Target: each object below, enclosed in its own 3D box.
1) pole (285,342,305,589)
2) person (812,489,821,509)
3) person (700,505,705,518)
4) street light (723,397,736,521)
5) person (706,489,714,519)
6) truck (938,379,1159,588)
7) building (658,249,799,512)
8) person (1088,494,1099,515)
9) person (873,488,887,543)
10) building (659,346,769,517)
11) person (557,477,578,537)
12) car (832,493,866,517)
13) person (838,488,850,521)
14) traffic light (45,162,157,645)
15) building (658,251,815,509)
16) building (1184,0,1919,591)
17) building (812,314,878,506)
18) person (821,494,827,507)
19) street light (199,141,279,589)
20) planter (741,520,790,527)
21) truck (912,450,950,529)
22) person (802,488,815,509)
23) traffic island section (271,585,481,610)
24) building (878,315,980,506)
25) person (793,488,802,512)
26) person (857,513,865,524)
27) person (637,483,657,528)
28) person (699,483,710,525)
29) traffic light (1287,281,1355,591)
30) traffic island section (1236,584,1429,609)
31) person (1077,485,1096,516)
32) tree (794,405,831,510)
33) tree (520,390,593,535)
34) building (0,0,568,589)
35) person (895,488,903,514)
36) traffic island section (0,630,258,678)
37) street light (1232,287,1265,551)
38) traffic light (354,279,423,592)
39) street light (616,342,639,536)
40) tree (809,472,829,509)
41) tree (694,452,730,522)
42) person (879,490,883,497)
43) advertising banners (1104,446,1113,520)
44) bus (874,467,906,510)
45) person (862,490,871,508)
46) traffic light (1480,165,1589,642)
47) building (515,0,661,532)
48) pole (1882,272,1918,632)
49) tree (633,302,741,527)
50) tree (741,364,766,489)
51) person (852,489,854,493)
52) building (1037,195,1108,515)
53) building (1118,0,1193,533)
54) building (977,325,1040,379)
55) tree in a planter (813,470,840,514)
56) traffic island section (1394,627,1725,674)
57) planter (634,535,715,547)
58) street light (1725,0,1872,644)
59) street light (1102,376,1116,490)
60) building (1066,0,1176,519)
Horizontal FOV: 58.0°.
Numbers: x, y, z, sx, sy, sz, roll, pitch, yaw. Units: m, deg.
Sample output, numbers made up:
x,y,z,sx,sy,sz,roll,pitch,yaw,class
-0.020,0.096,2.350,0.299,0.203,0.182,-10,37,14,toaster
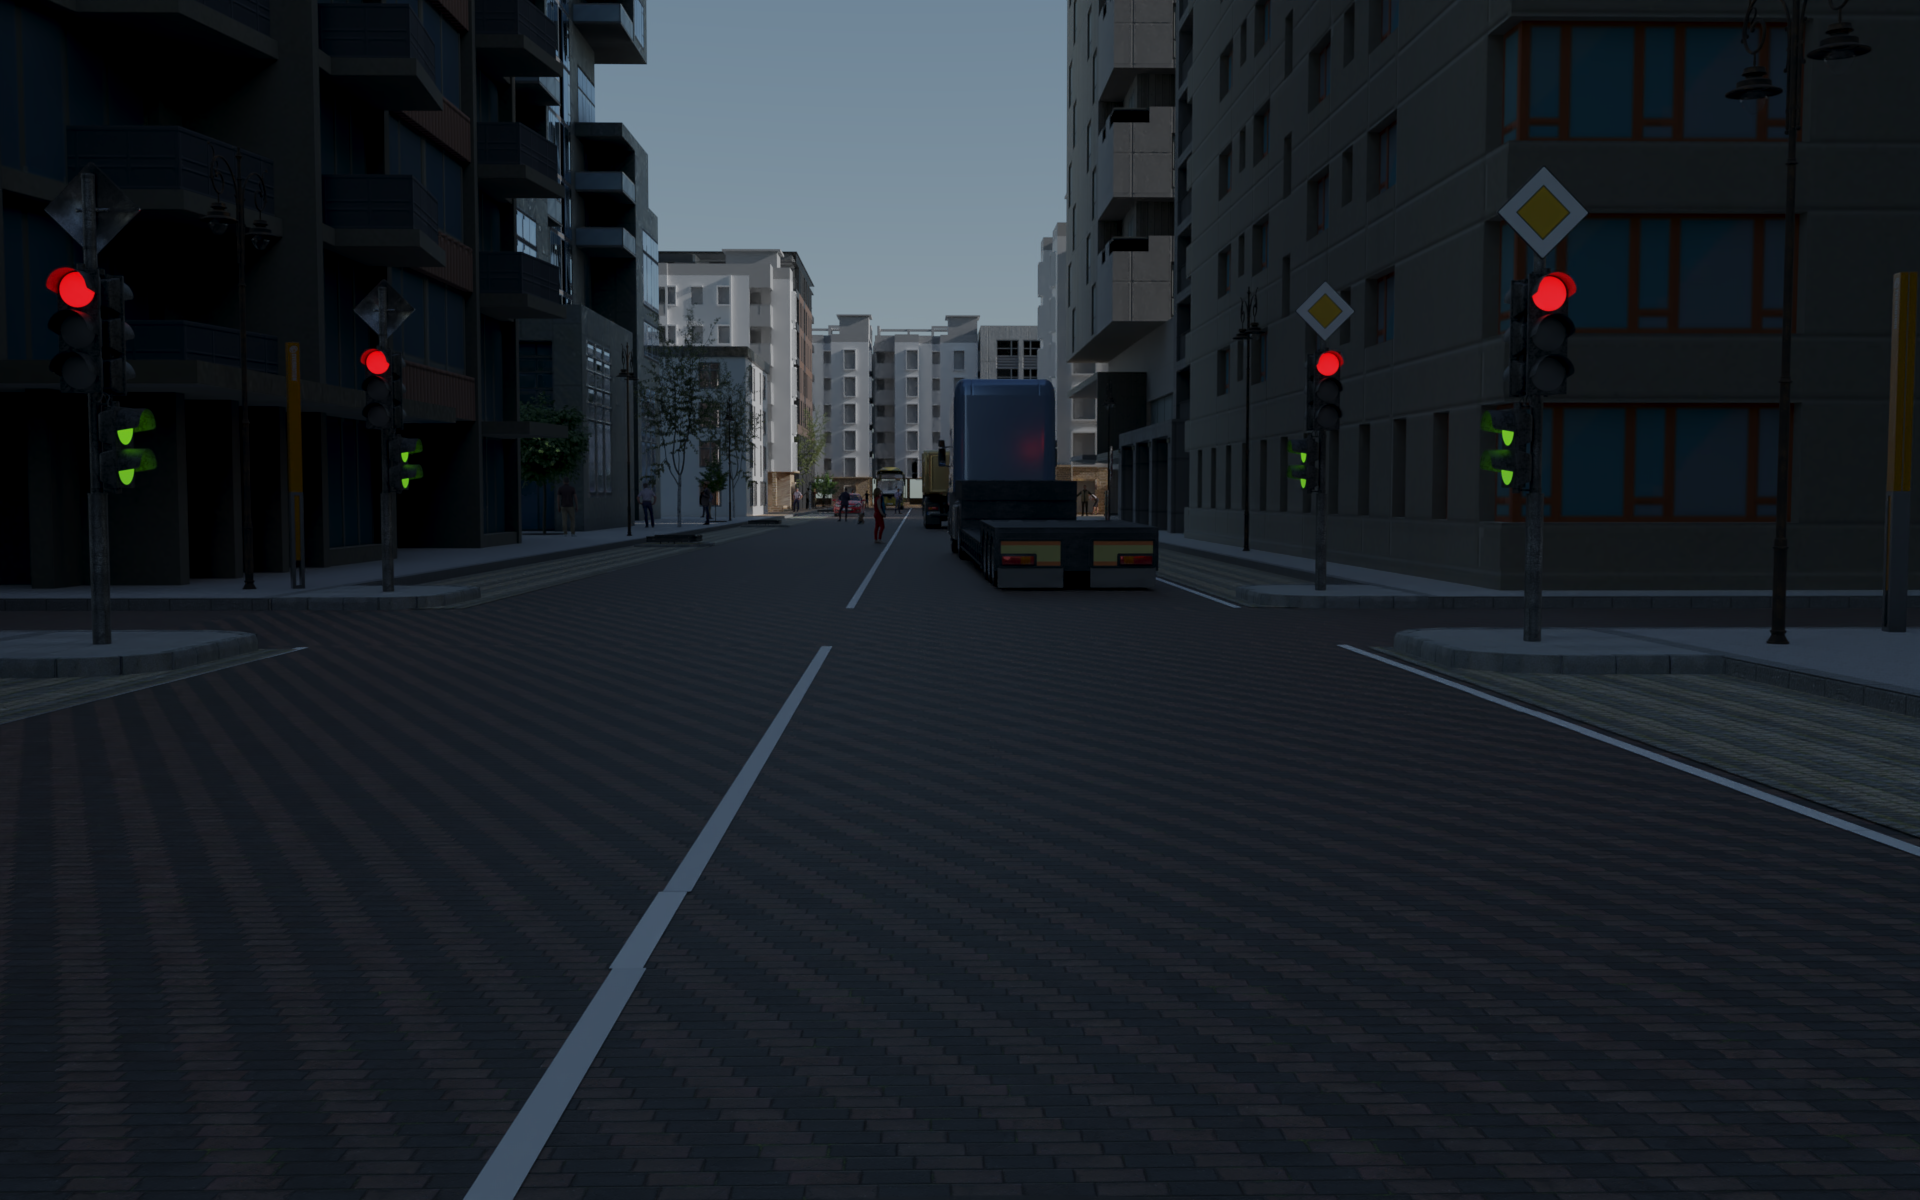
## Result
x,y,z,sx,sy,sz,roll,pitch,yaw,class
-8.990,-1.809,23.419,0.158,3.312,0.155,0,3,0,pole
-12.558,-8.730,149.304,1.217,1.766,0.721,-1,4,-9,person
-13.872,-5.348,94.410,0.541,1.710,0.530,2,4,35,person
-11.016,-6.731,82.839,0.468,5.910,1.993,0,4,-1,street light
-12.872,-4.944,88.937,0.319,1.574,0.516,-2,4,-33,person
1.306,-2.753,34.766,2.967,4.110,18.799,0,4,-3,truck
-20.375,-16.832,131.620,16.016,20.091,11.380,0,4,-1,building
8.068,-5.886,105.474,0.799,1.438,0.628,-3,5,-40,person
-2.331,-2.458,50.393,0.444,1.614,0.593,0,4,5,person
-16.895,-10.407,112.306,9.099,9.664,28.070,0,4,-1,building
-11.808,-2.813,52.166,0.598,1.807,0.434,0,4,2,person
-7.073,-6.239,111.041,2.155,1.783,4.494,0,4,1,car
-6.099,-4.996,90.630,0.683,1.767,0.568,-1,4,-16,person
-7.324,-1.577,14.699,0.839,4.253,0.868,0,4,-1,traffic light
-30.334,-19.303,159.573,32.646,21.610,27.936,0,4,-1,building
21.312,-11.710,36.497,28.899,21.520,27.650,0,4,-1,building
-15.143,-20.322,188.684,11.380,20.091,16.016,0,4,-1,building
-13.416,-10.067,171.153,0.721,1.766,1.217,2,4,24,person
-9.586,-3.083,23.191,0.468,5.910,1.993,0,4,-1,street light
-8.420,-3.296,75.033,1.991,0.319,1.994,0,4,-1,planter
-0.331,-4.844,75.115,3.469,3.379,9.791,0,4,-2,truck
-12.772,-8.527,145.470,1.348,1.823,0.705,-2,4,-30,person
-7.548,-0.033,22.816,2.009,0.180,2.903,0,4,-1,traffic island section
-3.714,-20.376,189.562,11.380,20.091,16.016,0,4,-1,building
-11.636,-7.122,123.422,0.756,1.711,0.436,3,4,36,person
-4.719,-3.863,82.140,0.357,0.543,0.381,1,4,12,person
-11.995,-3.630,66.325,0.756,1.711,0.436,-1,4,-11,person
-10.613,-3.984,72.008,0.431,1.722,0.655,-1,4,-13,person
4.790,-2.083,22.980,0.839,4.253,0.868,0,4,-1,traffic light
4.830,-0.050,23.095,2.009,0.180,2.903,0,4,-1,traffic island section
7.228,-5.758,100.280,1.348,1.812,0.705,0,4,8,person
-12.532,-11.762,142.672,4.737,8.622,4.395,0,3,0,tree
-13.218,-4.348,54.796,4.285,4.588,4.351,0,3,0,tree
-20.843,-23.280,35.249,22.147,44.769,28.867,0,4,-1,building
-4.395,-7.134,125.017,0.709,1.838,0.599,-3,5,-44,person
-7.364,0.456,14.833,2.009,0.180,2.903,0,4,-1,traffic island section
6.435,-4.034,38.748,0.468,5.910,1.993,0,4,-1,street light
-7.508,-2.065,22.682,0.839,4.253,0.868,0,4,-1,traffic light
-10.124,-4.898,52.867,0.468,5.910,1.993,0,4,-1,street light
-12.597,-9.701,153.220,1.663,3.219,1.824,0,3,0,tree
-11.337,-5.179,79.275,1.663,3.219,1.824,0,3,0,tree
-6.426,-7.869,137.870,0.721,1.743,1.217,0,4,-6,person
5.496,-4.156,64.135,0.090,3.025,2.074,0,4,-2,advertising banners
-6.463,-10.442,162.270,2.896,3.916,12.252,0,4,-1,bus
-9.311,-10.099,173.636,1.348,1.822,0.705,2,4,25,person
4.974,-1.595,14.997,0.839,4.253,0.868,0,4,-1,traffic light
-24.356,-46.428,71.766,22.319,86.520,31.000,0,4,-1,building
8.706,-1.358,16.046,0.158,3.312,0.155,0,3,0,pole
-10.896,-7.143,67.147,4.360,8.622,3.978,0,3,0,tree
-12.243,-8.711,92.795,4.360,8.622,3.978,0,3,0,tree
-8.922,-8.342,144.827,1.348,1.831,0.705,-3,5,-43,person
13.176,-15.673,112.675,16.016,20.091,11.380,0,4,-1,building
16.969,-37.971,59.073,20.563,71.187,20.611,0,4,-1,building
17.705,-19.816,190.441,31.486,18.905,16.747,0,4,-1,building
-9.579,-7.812,124.942,1.991,3.239,1.994,0,4,-1,tree in a planter
5.014,0.438,15.112,2.009,0.180,2.903,0,4,-1,traffic island section
-7.781,-1.610,47.461,1.991,0.319,1.994,0,4,-1,planter
7.017,-2.562,14.680,0.468,5.910,1.993,0,4,-1,street light
5.847,-5.827,68.067,0.468,5.910,1.993,0,4,-1,street light
19.637,-30.243,83.711,28.713,52.752,27.495,0,4,-1,building
